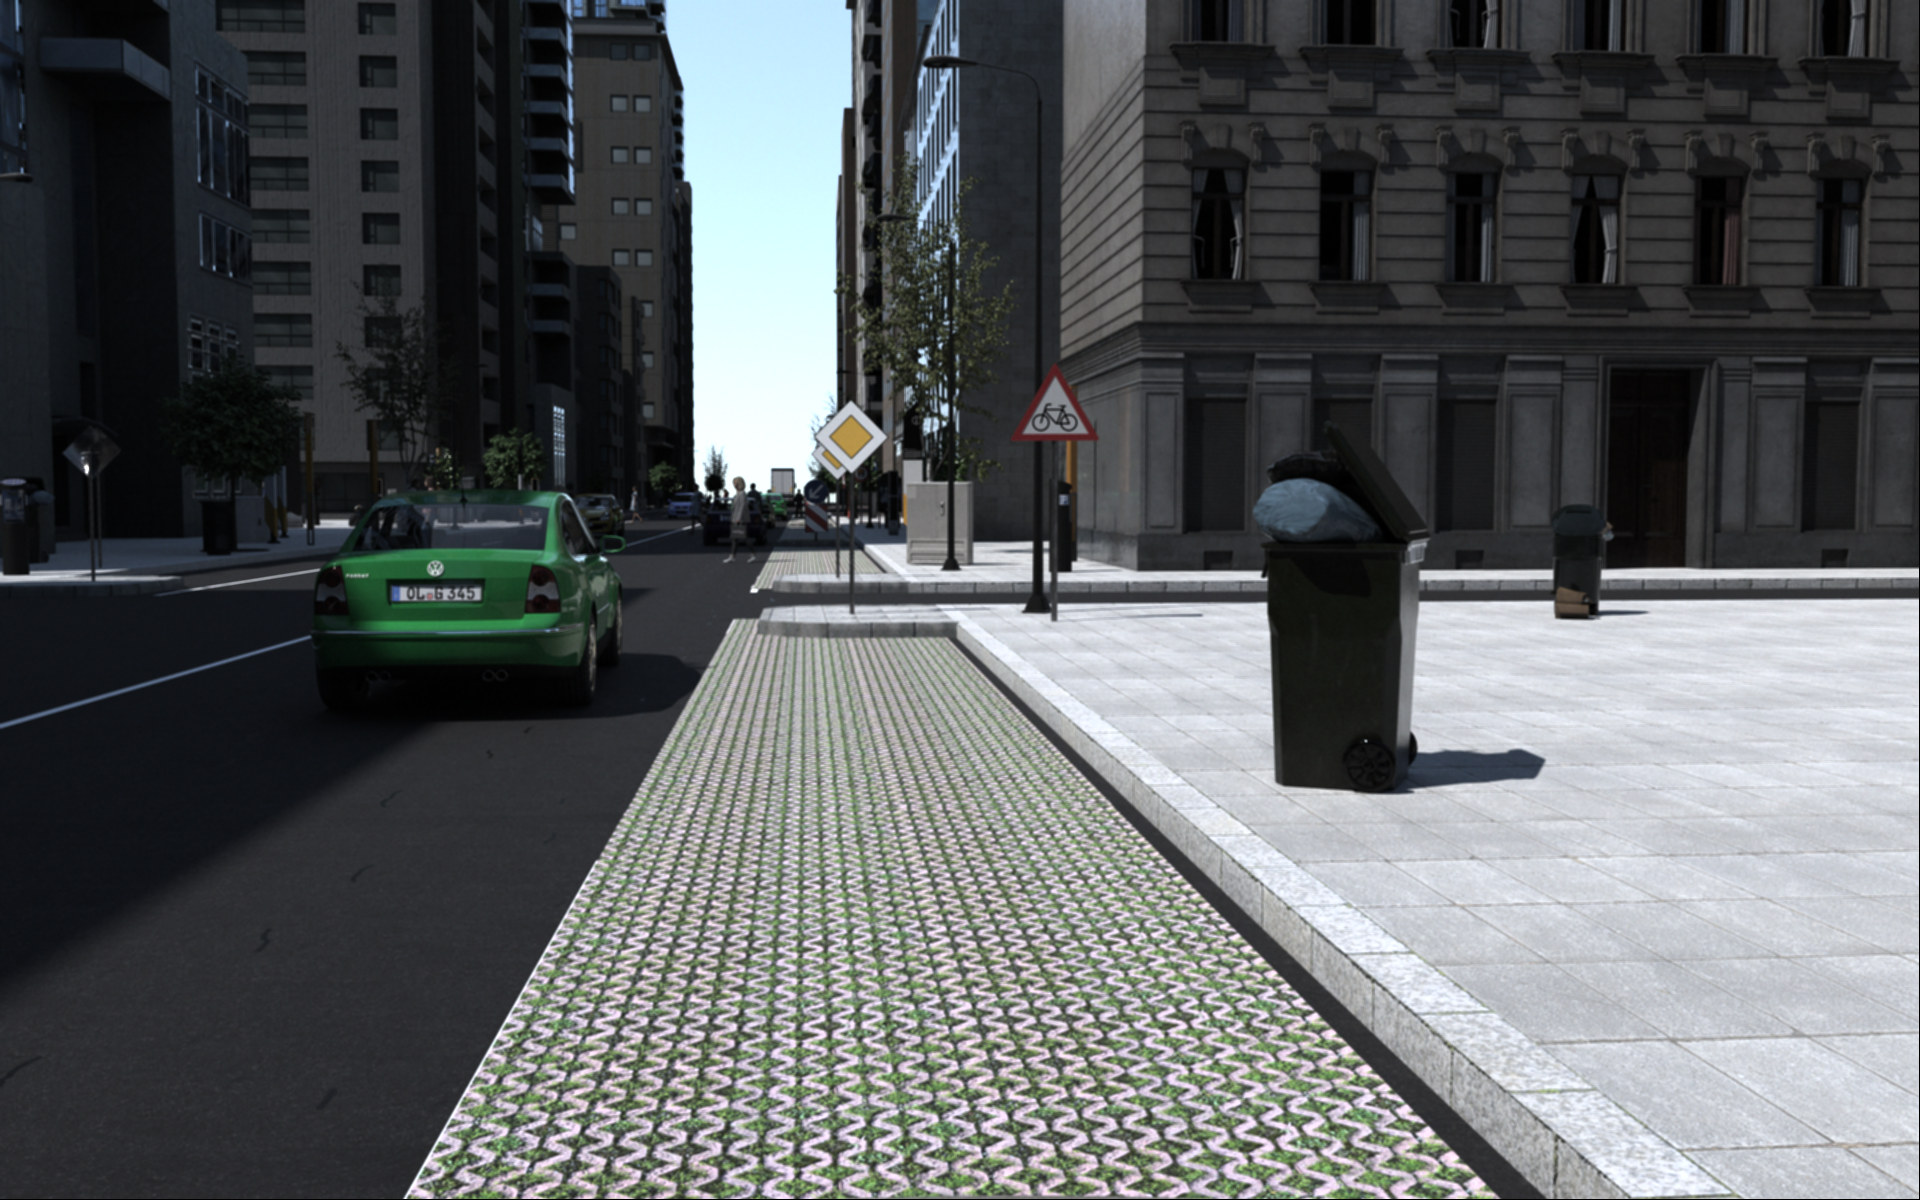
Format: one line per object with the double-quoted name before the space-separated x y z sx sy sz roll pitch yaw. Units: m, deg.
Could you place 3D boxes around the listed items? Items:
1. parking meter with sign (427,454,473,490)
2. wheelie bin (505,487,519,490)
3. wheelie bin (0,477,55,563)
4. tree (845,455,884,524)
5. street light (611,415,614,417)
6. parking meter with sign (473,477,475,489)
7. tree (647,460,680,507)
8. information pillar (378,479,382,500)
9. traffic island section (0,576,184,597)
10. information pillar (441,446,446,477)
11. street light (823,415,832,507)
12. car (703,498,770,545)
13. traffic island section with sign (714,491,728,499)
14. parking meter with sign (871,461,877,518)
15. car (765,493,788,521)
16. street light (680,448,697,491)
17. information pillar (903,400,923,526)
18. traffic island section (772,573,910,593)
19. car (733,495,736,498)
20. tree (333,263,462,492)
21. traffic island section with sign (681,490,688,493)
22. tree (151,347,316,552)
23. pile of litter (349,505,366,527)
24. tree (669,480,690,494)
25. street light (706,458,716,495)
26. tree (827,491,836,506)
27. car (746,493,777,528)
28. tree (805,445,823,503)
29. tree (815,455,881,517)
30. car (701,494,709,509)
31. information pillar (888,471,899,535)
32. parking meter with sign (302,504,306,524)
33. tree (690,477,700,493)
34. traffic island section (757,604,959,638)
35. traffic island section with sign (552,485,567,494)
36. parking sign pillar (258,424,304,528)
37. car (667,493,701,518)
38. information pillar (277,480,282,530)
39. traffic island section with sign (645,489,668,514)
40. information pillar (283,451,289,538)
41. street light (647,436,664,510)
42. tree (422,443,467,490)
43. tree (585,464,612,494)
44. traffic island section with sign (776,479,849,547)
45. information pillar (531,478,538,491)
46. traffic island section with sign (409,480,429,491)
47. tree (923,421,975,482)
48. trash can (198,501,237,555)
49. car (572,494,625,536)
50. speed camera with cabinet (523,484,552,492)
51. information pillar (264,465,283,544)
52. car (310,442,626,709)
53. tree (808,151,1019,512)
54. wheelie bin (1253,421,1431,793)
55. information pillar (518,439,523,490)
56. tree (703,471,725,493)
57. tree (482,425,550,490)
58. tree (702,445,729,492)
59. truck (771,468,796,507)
"parking meter with sign" -22.377 -4.867 75.835 1.738 3.016 0.543 1 4 12
"wheelie bin" -20.450 -4.368 79.324 0.980 1.594 0.693 0 4 -3
"wheelie bin" -17.328 -1.483 32.156 0.980 1.594 0.693 -1 4 -13
"tree" -3.971 -4.974 75.929 1.663 3.219 1.824 0 3 0
"street light" -20.958 -7.883 101.421 1.470 5.913 1.316 0 4 -5
"parking meter with sign" -22.513 -5.058 78.951 1.738 3.016 0.543 0 4 -2
"tree" -28.756 -11.265 167.897 4.285 4.588 4.351 0 3 0
"information pillar" -28.241 -4.874 84.175 0.304 2.012 0.304 -1 4 -22
"traffic island section" -12.795 -0.199 25.531 2.009 0.180 2.903 0 4 -5
"information pillar" -25.176 -5.719 84.868 0.504 3.616 0.183 2 4 24
"street light" -7.385 -8.052 104.198 1.470 5.913 1.316 0 4 -5
"car" -6.436 -2.275 49.779 1.945 1.354 3.894 0 4 -5
"traffic island section with sign" -29.020 -12.118 206.757 1.989 1.847 2.006 0 4 -5
"parking meter with sign" -4.642 -5.876 92.335 0.543 3.016 1.738 0 3 0
"car" -10.221 -5.169 93.306 1.959 1.807 4.718 0 4 -6
"street light" -27.595 -12.361 174.648 1.470 5.913 1.316 0 4 -5
"information pillar" -1.126 -3.105 42.124 0.504 3.616 0.183 0 4 5
"traffic island section" -1.846 -0.258 26.502 2.009 0.180 2.903 0 4 -5
"car" -25.659 -11.537 201.210 1.945 1.354 3.894 0 4 -6
"tree" -17.592 -6.395 54.914 4.360 8.622 3.978 0 3 0
"traffic island section with sign" -24.129 -8.772 152.042 1.989 1.847 2.006 0 4 -5
"tree" -16.230 -3.372 38.847 4.285 4.588 4.351 0 3 0
"pile of litter" -23.560 -3.350 68.746 1.176 0.858 1.719 2 4 26
"tree" -28.115 -10.833 171.724 1.663 3.219 1.824 0 3 0
"street light" -31.792 -15.197 221.012 1.470 5.913 1.316 0 4 -5
"tree" -14.057 -11.959 190.122 1.663 3.219 1.824 0 3 0
"car" -8.771 -3.952 73.415 1.959 1.807 4.718 0 4 -4
"tree" -20.441 -18.578 254.105 4.360 8.622 3.978 0 3 0
"tree" -6.128 -6.991 98.015 4.285 4.588 4.351 0 3 0
"car" -25.472 -9.763 169.408 2.009 1.686 4.222 0 4 -5
"information pillar" -2.097 -3.053 54.411 0.304 2.012 0.304 -1 4 -10
"parking meter with sign" -29.084 -4.822 75.107 1.738 3.016 0.543 2 4 31
"tree" -29.776 -12.178 193.709 1.663 3.219 1.824 0 3 0
"traffic island section" -1.135 0.228 18.548 2.009 0.180 2.903 0 4 -5
"traffic island section with sign" -17.170 -4.017 74.305 1.989 1.847 2.006 0 4 -5
"parking sign pillar" -25.759 -4.733 65.851 1.447 3.967 1.447 -1 4 -18
"car" -16.455 -5.742 103.474 1.945 1.707 3.694 0 4 -3
"information pillar" -24.482 -3.531 62.226 0.304 2.012 0.304 -3 5 -40
"traffic island section with sign" -21.722 -7.129 125.194 1.989 1.847 2.006 0 4 -5
"information pillar" -19.947 -3.644 50.935 0.183 3.616 0.504 -3 5 -40
"street light" -24.332 -10.145 138.417 1.470 5.913 1.316 0 4 -5
"tree" -19.795 -4.398 66.503 1.663 3.219 1.824 0 3 0
"tree" -23.129 -7.070 110.191 1.663 3.219 1.824 0 3 0
"traffic island section with sign" -4.048 -2.372 47.418 1.989 1.847 2.006 0 4 -5
"information pillar" -19.643 -4.622 80.057 0.304 2.012 0.304 -1 4 -16
"traffic island section with sign" -14.737 -2.357 47.168 1.989 1.847 2.006 0 4 -5
"tree" -0.298 -3.117 45.564 1.663 3.219 1.824 0 3 0
"trash can" -15.603 -1.516 36.436 0.748 1.137 0.748 0 3 0
"car" -12.183 -2.889 57.462 2.015 1.641 3.980 0 4 -4
"speed camera with cabinet" -21.647 -5.824 89.563 0.660 3.252 2.038 3 4 36
"information pillar" -17.887 -3.277 44.932 0.504 3.616 0.183 3 4 38
"car" -3.544 -0.258 13.018 1.959 1.807 4.718 0 4 -7
"tree" -0.635 -5.316 37.277 4.737 8.622 4.395 0 3 0
"wheelie bin" 1.690 0.013 7.698 0.693 1.594 0.980 1 4 23
"information pillar" -18.566 -5.008 73.239 0.183 3.616 0.504 0 4 -1
"tree" -34.110 -15.670 239.925 4.285 4.588 4.351 0 3 0
"tree" -21.105 -6.047 82.576 4.285 4.588 4.351 0 3 0
"tree" -35.377 -18.434 251.752 4.737 8.622 4.395 0 3 0
"truck" -19.746 -12.515 193.538 2.839 4.237 11.283 0 4 -5
